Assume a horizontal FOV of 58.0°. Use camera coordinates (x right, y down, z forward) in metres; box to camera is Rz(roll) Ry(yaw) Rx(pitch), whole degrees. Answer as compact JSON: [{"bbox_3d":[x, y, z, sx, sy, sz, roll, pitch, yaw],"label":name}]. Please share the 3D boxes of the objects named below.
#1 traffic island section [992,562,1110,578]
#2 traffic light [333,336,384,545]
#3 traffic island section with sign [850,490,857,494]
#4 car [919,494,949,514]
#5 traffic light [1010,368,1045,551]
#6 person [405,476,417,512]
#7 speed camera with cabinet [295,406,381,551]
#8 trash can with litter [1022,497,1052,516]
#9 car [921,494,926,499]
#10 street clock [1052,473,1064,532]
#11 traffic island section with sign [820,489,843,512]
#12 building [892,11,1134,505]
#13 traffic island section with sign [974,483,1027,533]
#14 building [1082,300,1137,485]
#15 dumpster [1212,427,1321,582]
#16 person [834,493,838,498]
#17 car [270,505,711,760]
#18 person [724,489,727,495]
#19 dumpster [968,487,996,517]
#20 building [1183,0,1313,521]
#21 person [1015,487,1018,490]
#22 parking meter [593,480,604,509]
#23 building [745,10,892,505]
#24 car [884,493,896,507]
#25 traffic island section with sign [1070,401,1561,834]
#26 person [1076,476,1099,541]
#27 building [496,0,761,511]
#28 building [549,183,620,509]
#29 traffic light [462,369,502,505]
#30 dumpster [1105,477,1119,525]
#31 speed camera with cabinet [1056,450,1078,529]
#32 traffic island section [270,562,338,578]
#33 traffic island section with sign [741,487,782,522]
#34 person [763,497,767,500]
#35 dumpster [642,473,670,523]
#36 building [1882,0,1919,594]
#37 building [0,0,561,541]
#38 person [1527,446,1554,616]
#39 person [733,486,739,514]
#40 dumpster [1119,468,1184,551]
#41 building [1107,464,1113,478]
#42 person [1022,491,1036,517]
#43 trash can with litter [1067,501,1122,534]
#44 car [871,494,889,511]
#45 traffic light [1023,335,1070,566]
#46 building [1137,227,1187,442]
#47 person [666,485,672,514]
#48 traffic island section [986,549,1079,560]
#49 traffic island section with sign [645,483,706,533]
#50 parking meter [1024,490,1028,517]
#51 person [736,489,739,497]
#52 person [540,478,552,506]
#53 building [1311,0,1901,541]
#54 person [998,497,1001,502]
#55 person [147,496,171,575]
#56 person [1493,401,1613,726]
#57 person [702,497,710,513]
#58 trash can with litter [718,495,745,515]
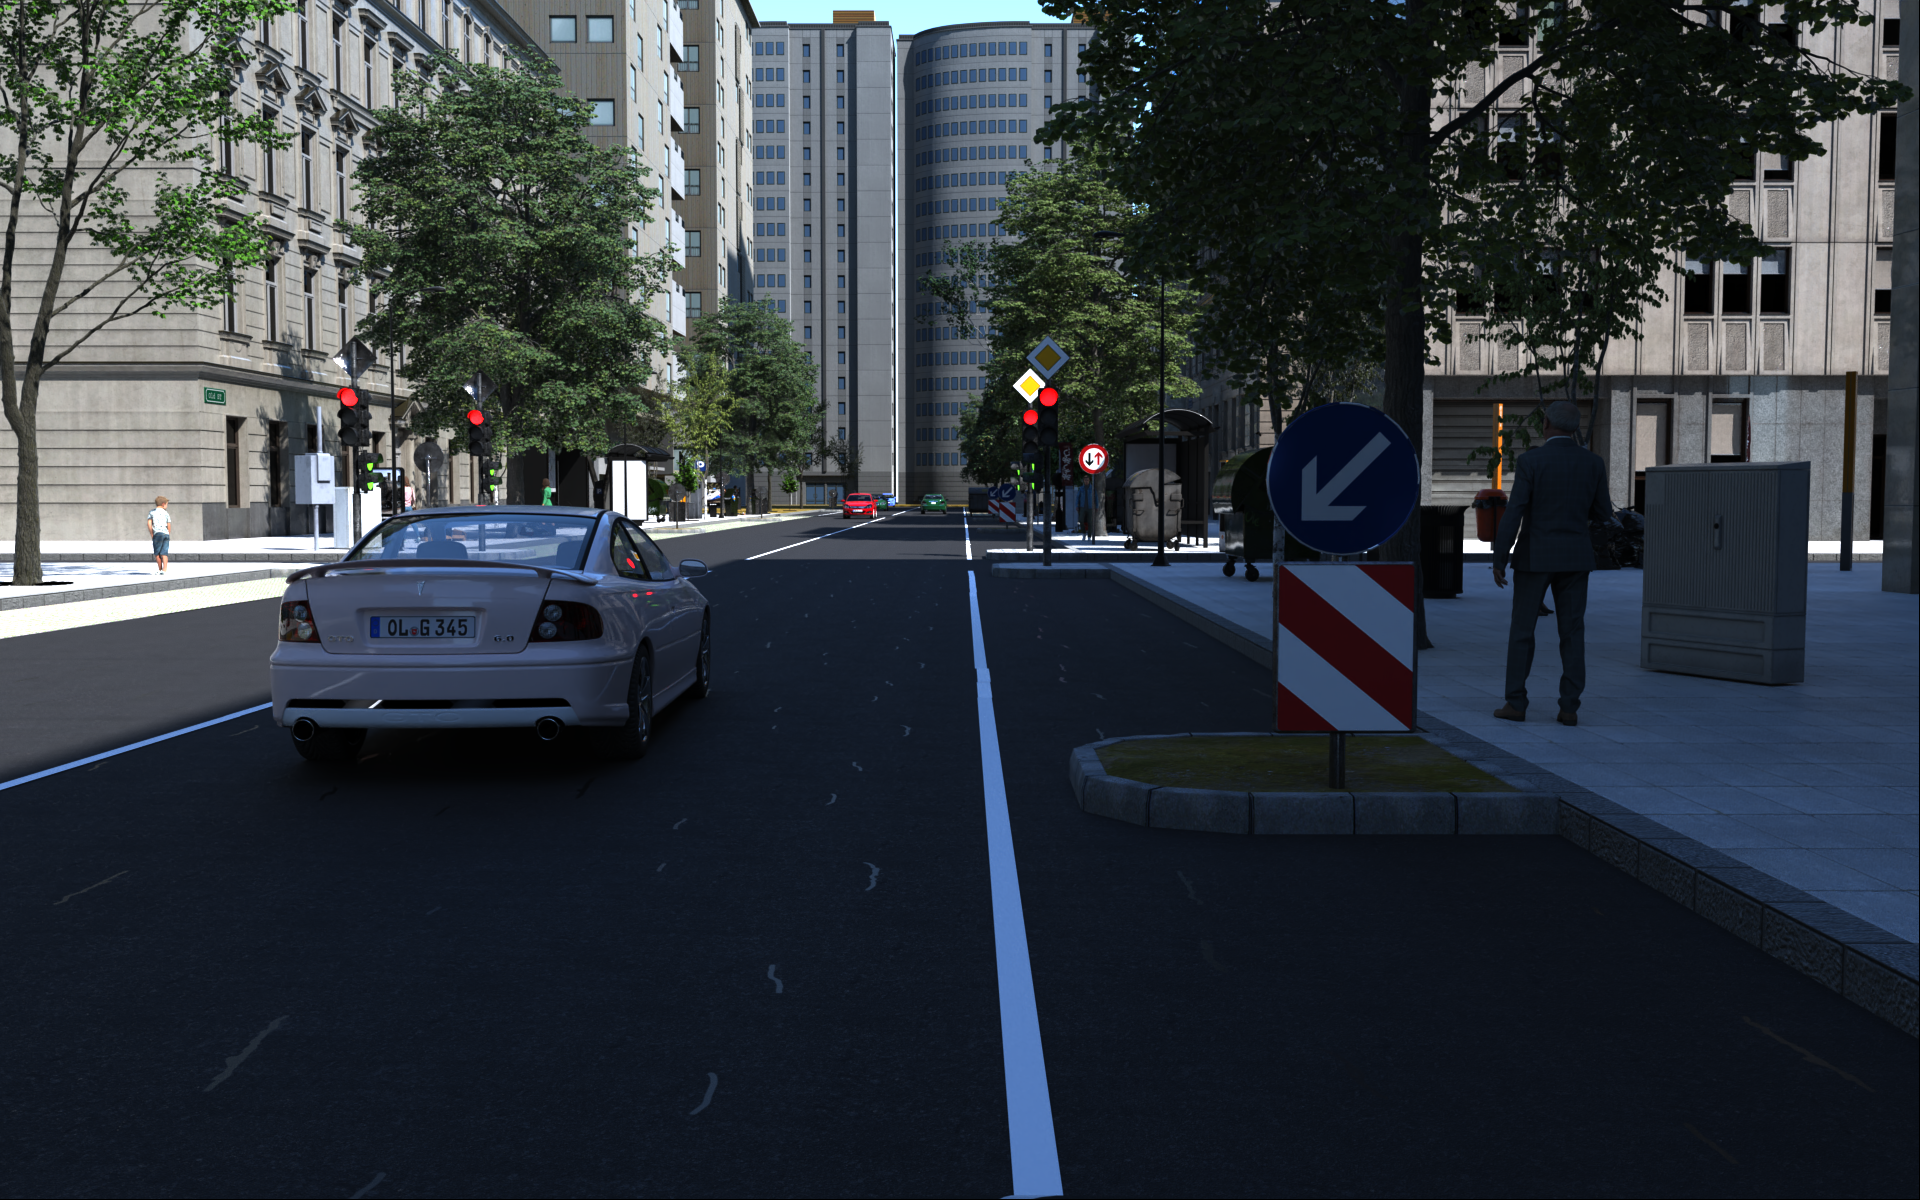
[{"bbox_3d":[1.578,-0.527,30.901,2.009,0.180,2.903,0,3,0],"label":"traffic island section"},{"bbox_3d":[-10.723,-2.561,30.788,0.839,4.253,0.868,0,3,0],"label":"traffic light"},{"bbox_3d":[-10.244,-9.732,167.749,1.989,1.847,2.006,0,3,0],"label":"traffic island section with sign"},{"bbox_3d":[-1.867,-6.856,123.900,2.131,1.459,4.920,0,3,0],"label":"car"},{"bbox_3d":[1.549,-3.049,38.772,0.839,4.253,0.868,0,3,0],"label":"traffic light"},{"bbox_3d":[-14.463,-2.372,45.416,0.643,1.750,0.593,3,5,41],"label":"person"},{"bbox_3d":[-14.313,-2.786,39.888,0.660,3.252,2.038,2,4,28],"label":"speed camera with cabinet"},{"bbox_3d":[4.518,-5.492,100.850,2.233,1.210,1.678,0,4,7],"label":"trash can with litter"},{"bbox_3d":[-2.717,-9.439,164.113,2.009,1.686,4.222,0,4,1],"label":"car"},{"bbox_3d":[3.357,-3.306,58.623,0.471,2.002,0.358,-3,4,-36],"label":"street clock"},{"bbox_3d":[-10.285,-8.076,140.666,1.989,1.847,2.006,0,3,0],"label":"traffic island section with sign"},{"bbox_3d":[6.404,-41.171,215.151,28.212,58.520,21.231,0,3,0],"label":"building"},{"bbox_3d":[1.624,-3.392,64.087,1.989,1.847,2.006,0,3,0],"label":"traffic island section with sign"},{"bbox_3d":[26.509,-19.741,167.801,27.650,21.520,28.899,0,3,0],"label":"building"},{"bbox_3d":[4.681,-1.441,26.051,1.502,2.255,1.985,0,3,0],"label":"dumpster"},{"bbox_3d":[-13.402,-10.899,184.696,0.568,1.767,0.683,3,5,40],"label":"person"},{"bbox_3d":[-2.667,0.100,10.721,2.083,1.381,4.827,0,4,-2],"label":"car"},{"bbox_3d":[-18.987,-8.109,139.448,1.217,1.723,0.721,2,4,32],"label":"person"},{"bbox_3d":[1.419,-6.256,110.494,1.865,1.857,1.264,0,4,1],"label":"dumpster"},{"bbox_3d":[18.163,-17.541,84.060,12.463,27.353,25.104,0,3,0],"label":"building"},{"bbox_3d":[4.226,-7.549,129.547,0.705,1.814,1.350,0,4,-6],"label":"person"},{"bbox_3d":[-14.669,-3.949,70.277,0.399,1.863,0.255,-1,4,-22],"label":"parking meter"},{"bbox_3d":[-22.120,-41.175,215.205,28.212,58.520,21.231,0,3,0],"label":"building"},{"bbox_3d":[-7.948,-11.016,189.695,1.945,1.707,3.694,0,4,-1],"label":"car"},{"bbox_3d":[1.545,0.024,8.235,1.989,1.847,2.006,0,3,0],"label":"traffic island section with sign"},{"bbox_3d":[3.470,-2.503,47.303,0.601,1.785,0.444,1,4,14],"label":"person"},{"bbox_3d":[-34.497,-35.342,167.078,27.495,52.752,28.713,0,3,0],"label":"building"},{"bbox_3d":[-28.276,-14.152,98.845,16.820,18.784,16.811,0,3,0],"label":"building"},{"bbox_3d":[-10.712,-3.049,38.773,0.839,4.253,0.868,0,3,0],"label":"traffic light"},{"bbox_3d":[5.202,-3.287,59.497,1.264,1.857,1.865,0,3,0],"label":"dumpster"},{"bbox_3d":[4.020,-4.314,64.869,0.660,3.252,2.038,0,4,-3],"label":"speed camera with cabinet"},{"bbox_3d":[-10.763,-0.529,30.923,2.009,0.180,2.903,0,3,0],"label":"traffic island section"},{"bbox_3d":[-10.347,-5.005,90.466,1.989,1.847,2.006,0,3,0],"label":"traffic island section with sign"},{"bbox_3d":[-17.156,-8.887,152.062,1.217,1.735,0.721,-2,4,-33],"label":"person"},{"bbox_3d":[-13.919,-4.613,77.918,1.502,2.255,1.985,0,4,0],"label":"dumpster"},{"bbox_3d":[21.764,-12.269,5.117,19.350,26.468,34.151,0,3,0],"label":"building"},{"bbox_3d":[-28.493,-17.817,67.724,17.030,29.872,44.131,0,3,0],"label":"building"},{"bbox_3d":[6.168,-0.734,18.314,0.573,1.790,0.520,-1,4,-18],"label":"person"},{"bbox_3d":[-14.801,-6.550,112.989,0.795,1.843,0.661,0,4,-4],"label":"person"},{"bbox_3d":[4.410,-2.066,39.530,1.264,1.857,1.865,0,3,0],"label":"dumpster"},{"bbox_3d":[23.615,-50.302,135.107,22.319,86.520,31.000,0,3,0],"label":"building"},{"bbox_3d":[3.924,-5.594,97.682,0.721,1.800,0.419,2,4,30],"label":"person"},{"bbox_3d":[4.551,-2.804,56.902,2.233,1.210,1.678,0,4,-3],"label":"trash can with litter"},{"bbox_3d":[-6.985,-8.165,145.287,2.131,1.459,4.920,0,3,0],"label":"car"},{"bbox_3d":[1.538,-2.561,30.787,0.839,4.253,0.868,0,3,0],"label":"traffic light"},{"bbox_3d":[16.779,-15.319,105.219,10.420,20.320,16.860,0,3,0],"label":"building"},{"bbox_3d":[-18.756,-6.493,112.073,0.748,1.841,0.638,0,4,7],"label":"person"},{"bbox_3d":[1.589,-1.016,38.886,2.009,0.180,2.903,0,3,0],"label":"traffic island section"},{"bbox_3d":[-10.395,-3.357,63.511,1.989,1.847,2.006,0,3,0],"label":"traffic island section with sign"},{"bbox_3d":[3.739,-5.382,96.409,0.372,1.533,0.369,0,3,0],"label":"parking meter"},{"bbox_3d":[-19.664,-8.914,152.310,0.721,1.766,1.217,-1,4,-16],"label":"person"},{"bbox_3d":[-13.632,-3.111,57.157,0.529,1.795,0.600,0,4,-6],"label":"person"},{"bbox_3d":[21.754,-14.308,51.950,19.932,24.808,12.078,0,3,0],"label":"building"},{"bbox_3d":[3.706,-9.257,158.219,0.721,1.723,1.217,0,4,7],"label":"person"},{"bbox_3d":[-12.655,-1.018,27.365,0.332,1.250,0.352,0,4,-5],"label":"person"},{"bbox_3d":[3.321,-0.219,9.807,0.661,1.801,0.590,0,4,-5],"label":"person"},{"bbox_3d":[-17.022,-6.849,118.017,0.705,1.826,1.348,3,5,39],"label":"person"},{"bbox_3d":[-13.837,-5.702,104.289,2.233,1.210,1.678,-1,4,-9],"label":"trash can with litter"}]
